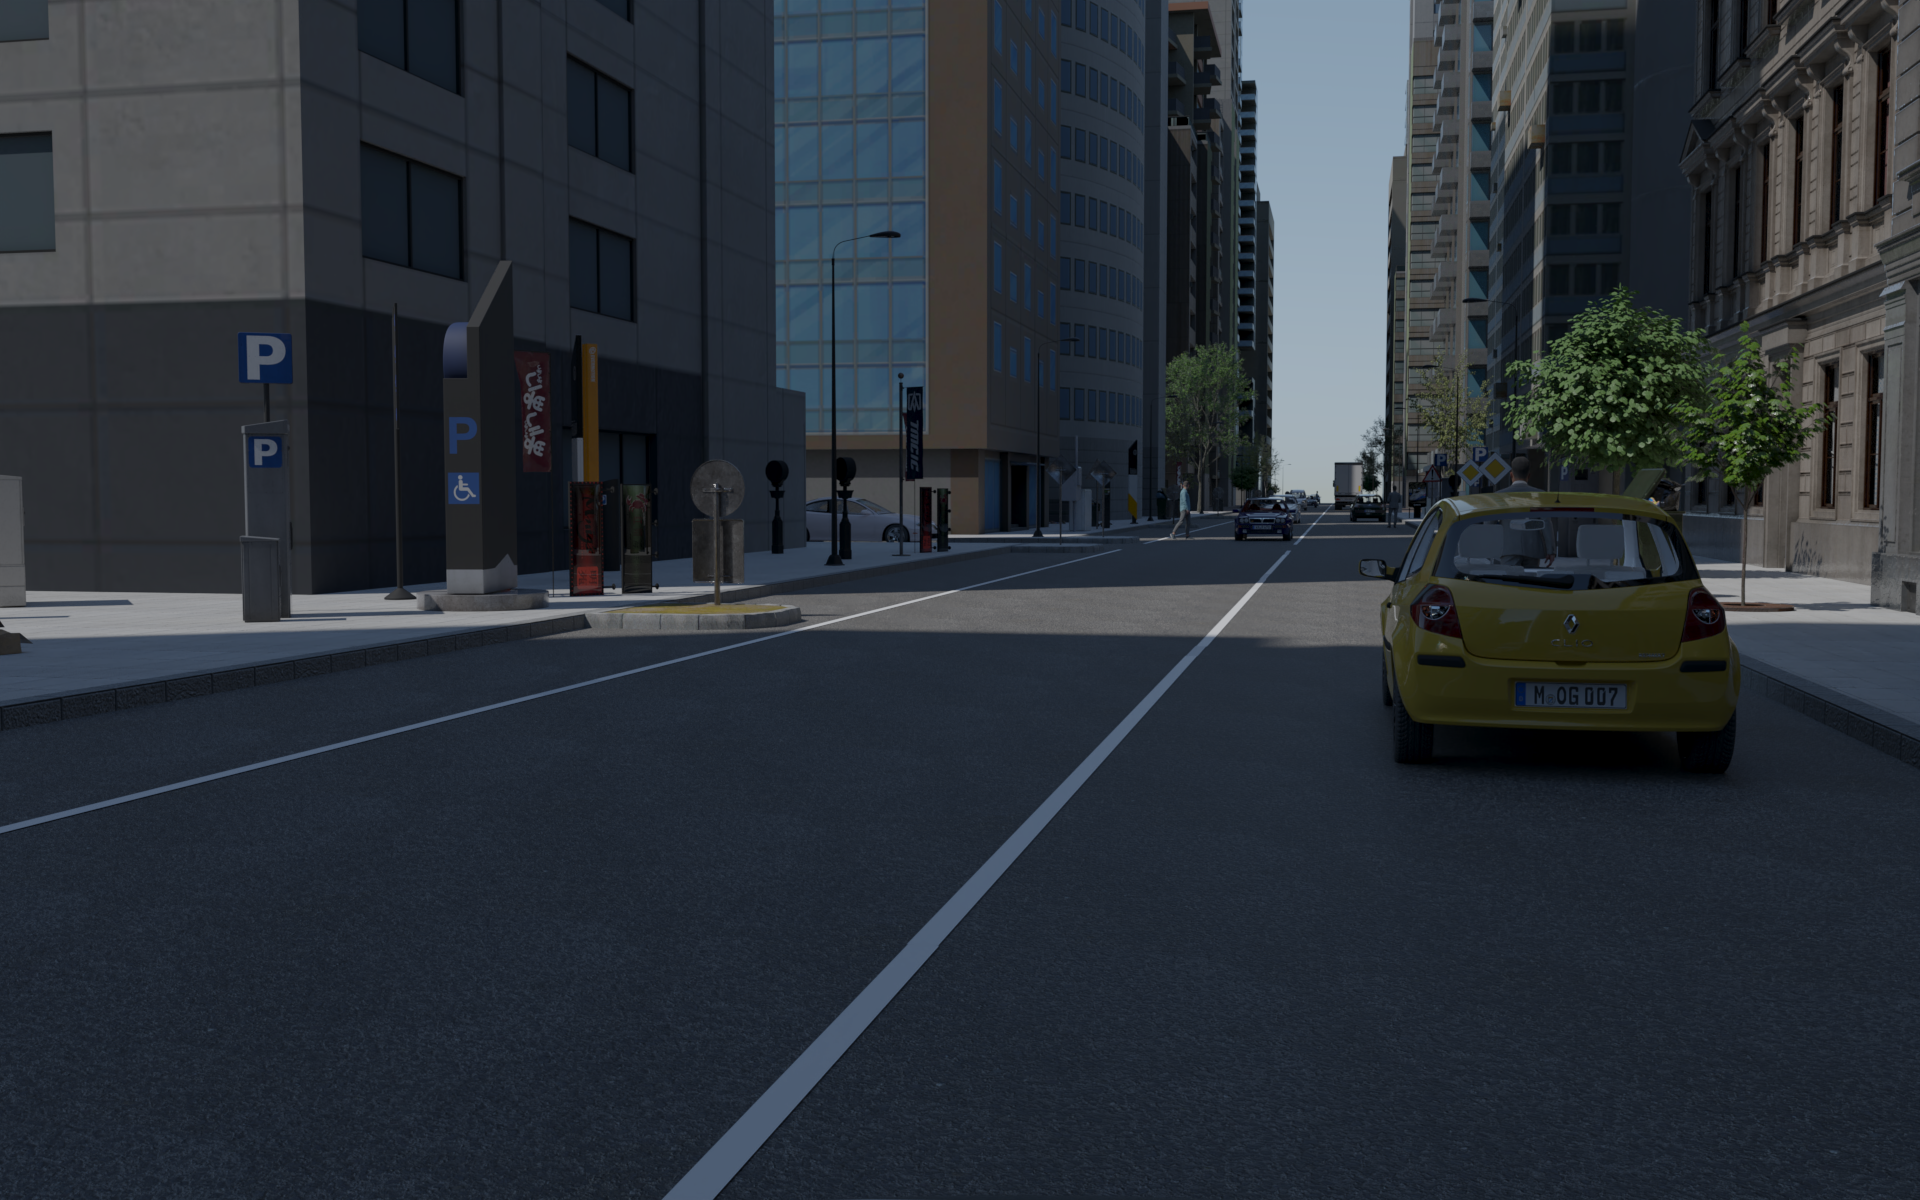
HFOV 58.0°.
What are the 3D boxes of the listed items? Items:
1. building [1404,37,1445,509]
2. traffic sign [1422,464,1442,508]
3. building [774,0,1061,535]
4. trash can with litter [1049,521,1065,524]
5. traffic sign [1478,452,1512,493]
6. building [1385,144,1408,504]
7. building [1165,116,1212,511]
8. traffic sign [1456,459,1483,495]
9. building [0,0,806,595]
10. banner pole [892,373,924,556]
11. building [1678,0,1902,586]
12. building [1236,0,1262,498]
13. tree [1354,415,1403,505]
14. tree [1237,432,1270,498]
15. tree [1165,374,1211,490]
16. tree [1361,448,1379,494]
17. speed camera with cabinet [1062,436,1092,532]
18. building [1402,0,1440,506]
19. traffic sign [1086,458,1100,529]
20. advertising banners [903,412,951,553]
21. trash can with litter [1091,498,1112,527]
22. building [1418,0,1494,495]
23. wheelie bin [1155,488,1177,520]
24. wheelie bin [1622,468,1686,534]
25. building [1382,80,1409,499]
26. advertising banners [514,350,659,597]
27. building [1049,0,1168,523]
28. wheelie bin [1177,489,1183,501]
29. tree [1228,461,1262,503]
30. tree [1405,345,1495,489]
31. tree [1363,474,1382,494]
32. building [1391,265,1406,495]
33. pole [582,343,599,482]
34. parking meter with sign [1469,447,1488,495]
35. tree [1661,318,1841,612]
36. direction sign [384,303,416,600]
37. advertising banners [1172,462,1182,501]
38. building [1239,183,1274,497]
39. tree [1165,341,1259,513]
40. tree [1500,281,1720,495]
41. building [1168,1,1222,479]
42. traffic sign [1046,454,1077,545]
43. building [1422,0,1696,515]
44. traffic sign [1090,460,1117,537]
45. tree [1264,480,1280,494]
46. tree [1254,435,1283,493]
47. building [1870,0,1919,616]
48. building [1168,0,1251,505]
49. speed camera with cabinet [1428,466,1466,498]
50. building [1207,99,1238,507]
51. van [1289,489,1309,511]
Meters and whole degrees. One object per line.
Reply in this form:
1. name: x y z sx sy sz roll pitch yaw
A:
1. building: 47.924 -28.995 157.657 14.154 41.232 14.086 1 4 12
2. traffic sign: 20.645 -4.631 75.724 0.884 2.594 0.081 1 4 18
3. building: -4.381 -25.124 60.885 14.600 45.320 14.200 1 4 12
4. trash can with litter: 3.853 -3.884 74.556 2.233 1.210 1.678 2 4 31
5. traffic sign: 12.730 -2.301 41.265 0.795 2.450 0.064 1 4 12
6. building: 68.792 -37.314 233.792 21.300 48.544 21.600 1 4 12
7. building: 11.769 -22.139 133.679 14.160 30.474 14.107 1 4 12
8. traffic sign: 14.449 -2.778 49.063 0.795 2.450 0.064 1 4 12
9. building: -15.967 -36.312 31.952 20.611 71.187 20.563 1 4 12
10. banner pole: -1.047 -2.790 35.641 0.863 3.779 0.401 3 5 42
11. building: 18.449 -9.978 27.770 10.561 19.102 19.286 1 4 12
12. building: 32.144 -57.049 245.427 22.319 86.520 31.000 1 4 12
13. tree: 50.025 -16.539 204.825 7.601 10.594 8.767 -1 4 -16
14. tree: 33.555 -15.212 199.078 4.737 8.622 4.395 0 3 0
15. tree: 13.427 -9.482 105.385 4.360 8.622 3.978 0 3 0
16. tree: 63.996 -19.657 271.748 4.737 8.622 4.395 0 3 0
17. speed camera with cabinet: 3.989 -3.982 59.445 0.660 3.252 2.038 1 4 19
18. building: 56.477 -38.846 177.135 21.231 58.520 28.212 1 4 12
19. traffic sign: 5.011 -3.867 63.233 0.884 2.594 0.081 1 4 13
20. advertising banners: -0.732 -2.545 37.804 0.090 3.025 2.074 2 4 29
21. trash can with litter: 5.424 -3.468 68.086 1.055 1.170 0.624 -1 4 -19
22. building: 48.495 -31.494 134.533 23.786 49.044 30.456 1 4 12
23. wheelie bin: 10.195 -4.822 86.744 0.693 1.594 0.980 2 4 32
24. wheelie bin: 8.538 -0.828 21.451 0.693 1.594 0.980 0 4 -4
25. building: 75.454 -57.846 258.454 22.319 86.520 31.000 1 4 12
26. advertising banners: -4.682 -1.564 21.765 2.074 3.025 0.090 -3 5 -45
27. building: -1.101 -33.493 89.611 21.231 58.520 28.212 1 4 12
28. wheelie bin: 12.729 -5.616 99.725 0.693 1.594 0.980 2 4 31
29. tree: 27.935 -11.371 169.636 4.285 4.588 4.351 0 3 0
30. tree: 24.475 -8.328 86.524 4.737 8.622 4.395 0 3 0
31. tree: 61.063 -16.745 257.500 4.285 4.588 4.351 0 3 0
32. building: 61.603 -27.277 217.676 14.160 30.474 14.107 1 4 12
33. pole: -5.027 -1.821 23.612 0.158 3.312 0.155 0 3 0
34. parking meter with sign: 19.379 -4.203 64.986 0.543 3.016 1.738 1 4 8
35. tree: 8.631 -1.511 19.307 1.663 3.219 1.824 0 3 0
36. direction sign: -6.820 -1.774 21.001 0.379 3.537 0.876 -1 4 -20
37. advertising banners: 11.288 -5.904 92.725 0.090 3.025 2.074 3 5 42
38. building: 37.989 -39.668 272.278 21.300 48.544 21.600 1 4 12
39. tree: 16.503 -11.767 118.149 9.928 11.665 9.643 0 3 0
40. tree: 10.229 -2.630 26.717 4.285 4.588 4.351 0 3 0
41. building: 11.672 -30.618 155.225 22.147 44.769 28.867 1 4 12
42. traffic sign: 2.535 -2.439 43.525 0.795 2.450 0.064 1 4 12
43. building: 43.997 -24.974 100.199 32.217 40.220 23.993 1 4 12
44. traffic sign: 4.254 -2.916 51.323 0.795 2.450 0.064 1 4 12
45. tree: 41.494 -14.520 232.006 1.663 3.219 1.824 0 3 0
46. tree: 37.501 -15.993 211.842 4.360 8.622 3.978 0 3 0
47. building: 13.143 -9.814 9.611 9.793 20.994 18.267 1 4 12
48. building: 26.928 -47.854 220.667 20.563 71.187 20.611 1 4 12
49. speed camera with cabinet: 25.566 -5.908 90.933 0.660 3.252 2.038 -2 4 -34
50. building: 20.189 -30.092 175.605 14.154 41.232 14.086 1 4 12
51. van: 29.552 -8.846 151.635 2.013 2.044 4.112 1 4 11
